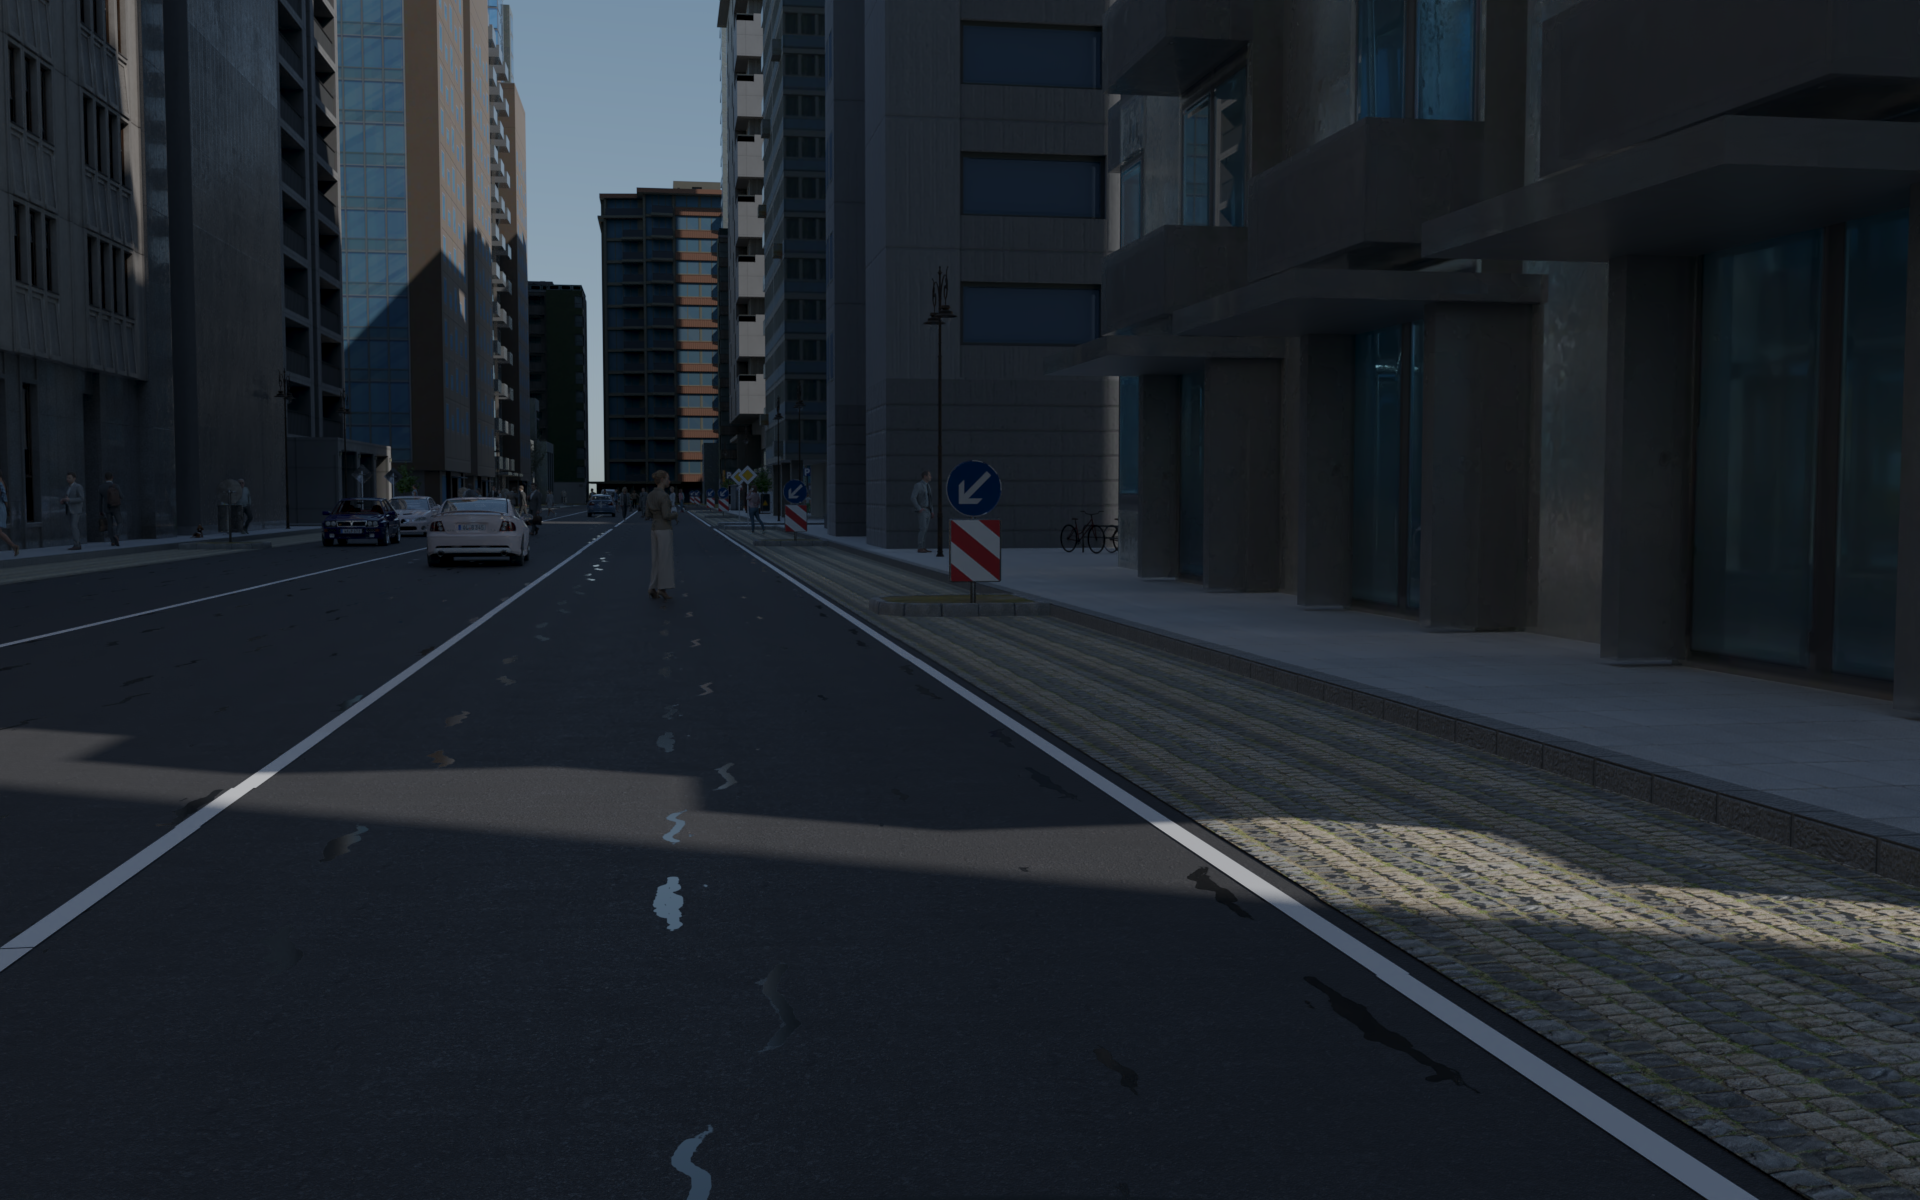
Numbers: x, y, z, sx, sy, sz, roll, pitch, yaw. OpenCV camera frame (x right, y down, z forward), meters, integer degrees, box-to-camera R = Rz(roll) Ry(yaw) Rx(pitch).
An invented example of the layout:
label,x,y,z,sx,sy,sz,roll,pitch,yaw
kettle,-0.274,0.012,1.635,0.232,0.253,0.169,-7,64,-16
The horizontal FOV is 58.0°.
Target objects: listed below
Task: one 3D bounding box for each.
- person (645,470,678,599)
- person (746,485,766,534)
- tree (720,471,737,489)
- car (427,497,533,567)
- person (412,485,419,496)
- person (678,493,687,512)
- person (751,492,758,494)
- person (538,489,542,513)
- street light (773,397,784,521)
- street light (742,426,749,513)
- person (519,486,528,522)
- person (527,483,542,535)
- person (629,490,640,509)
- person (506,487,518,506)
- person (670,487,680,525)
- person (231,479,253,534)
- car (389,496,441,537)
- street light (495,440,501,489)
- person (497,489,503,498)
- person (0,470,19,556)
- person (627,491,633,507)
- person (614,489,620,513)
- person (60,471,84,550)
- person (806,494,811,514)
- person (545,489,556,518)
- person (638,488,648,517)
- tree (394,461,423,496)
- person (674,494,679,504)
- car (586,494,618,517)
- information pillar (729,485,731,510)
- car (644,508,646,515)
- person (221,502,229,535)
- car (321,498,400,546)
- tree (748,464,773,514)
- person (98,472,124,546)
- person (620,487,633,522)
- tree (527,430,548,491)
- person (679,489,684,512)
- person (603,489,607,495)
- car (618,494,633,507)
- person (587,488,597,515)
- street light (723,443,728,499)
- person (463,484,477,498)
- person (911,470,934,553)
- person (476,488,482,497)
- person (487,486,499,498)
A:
label,x,y,z,sx,sy,sz,roll,pitch,yaw
person,-4.044,-0.894,23.666,0.362,1.759,0.519,-3,5,-41
person,-7.211,-3.197,61.367,0.643,1.750,0.593,2,4,29
tree,-19.407,-9.191,144.870,1.663,3.219,1.824,0,3,0
car,-9.899,-1.430,35.736,2.083,1.381,4.827,-1,4,-12
person,-30.667,-5.596,97.635,0.778,1.811,0.616,1,4,14
person,-22.605,-8.107,141.069,0.620,1.820,0.660,-3,5,-41
person,-14.128,-6.908,118.869,0.514,1.842,0.818,-2,4,-33
person,-31.228,-7.313,128.346,0.520,1.790,0.573,0,4,5
street light,-8.519,-6.636,81.291,0.468,5.910,1.993,-1,4,-10
street light,-14.345,-8.771,116.192,0.468,5.910,1.993,-1,4,-10
person,-22.276,-4.873,87.952,0.755,1.850,0.659,0,4,3
person,-14.795,-3.167,60.247,0.622,1.834,0.822,1,4,21
person,-31.947,-9.877,170.006,1.348,1.823,0.705,-1,4,-8
person,-24.304,-5.219,94.011,0.592,1.802,0.473,2,4,26
person,-13.297,-4.369,80.294,0.624,1.780,0.694,-1,4,-15
person,-22.981,-2.979,55.235,0.515,1.767,0.782,2,4,35
car,-18.931,-2.892,59.646,2.083,1.381,4.827,-1,4,-9
street light,-39.055,-10.614,146.329,0.468,5.910,1.993,-1,4,-10
person,-34.805,-7.483,131.039,0.606,1.804,0.583,-3,5,-41
person,-19.584,-1.789,35.383,0.778,1.811,0.616,0,4,3
person,-37.774,-11.546,197.293,1.348,1.823,0.705,1,4,15
person,-26.737,-7.700,134.420,0.654,1.822,0.581,1,4,9
person,-20.397,-2.046,39.690,0.606,1.804,0.583,2,4,24
person,-9.895,-6.275,112.892,0.306,1.304,0.590,-1,4,-18
person,-24.895,-5.878,105.349,0.760,1.731,0.466,0,4,7
person,-19.444,-5.965,106.124,0.694,1.812,0.767,1,4,21
tree,-31.870,-6.417,99.524,1.663,3.219,1.824,0,3,0
person,-37.576,-13.349,227.574,1.217,1.723,0.721,-1,4,-20
car,-22.731,-5.984,109.838,2.014,1.417,4.499,-1,4,-11
information pillar,-18.618,-8.312,140.401,0.304,2.012,0.304,1,4,8
car,-20.017,-6.233,113.905,2.014,1.417,4.499,-1,4,-9
person,-23.037,-2.696,54.365,0.306,1.304,0.590,0,4,-2
car,-16.887,-2.221,48.891,1.945,1.354,3.894,-1,4,-11
tree,-12.675,-7.109,110.832,1.663,3.219,1.824,0,3,0
person,-20.892,-2.240,42.623,0.622,1.834,0.822,-1,4,-15
person,-17.423,-4.996,90.375,0.709,1.800,0.728,-2,4,-25
tree,-49.070,-15.113,197.464,4.360,8.622,3.978,0,3,0
person,-21.752,-7.748,135.185,0.388,1.821,0.555,1,4,14
person,-25.923,-7.194,126.472,0.721,1.781,0.623,2,4,26
car,-37.401,-11.090,193.111,2.131,1.459,4.920,-1,4,-11
person,-25.578,-6.853,120.456,0.656,1.842,0.836,-1,4,-19
street light,-20.549,-10.933,151.549,0.468,5.910,1.993,-1,4,-10
person,-18.679,-3.518,66.120,0.679,1.850,0.850,1,4,14
person,-0.803,-1.949,38.013,0.391,1.810,0.635,1,4,20
person,-21.484,-4.147,77.305,0.522,1.701,0.512,-1,4,-18
person,-25.631,-5.339,95.150,0.648,1.900,0.474,-3,5,-39
